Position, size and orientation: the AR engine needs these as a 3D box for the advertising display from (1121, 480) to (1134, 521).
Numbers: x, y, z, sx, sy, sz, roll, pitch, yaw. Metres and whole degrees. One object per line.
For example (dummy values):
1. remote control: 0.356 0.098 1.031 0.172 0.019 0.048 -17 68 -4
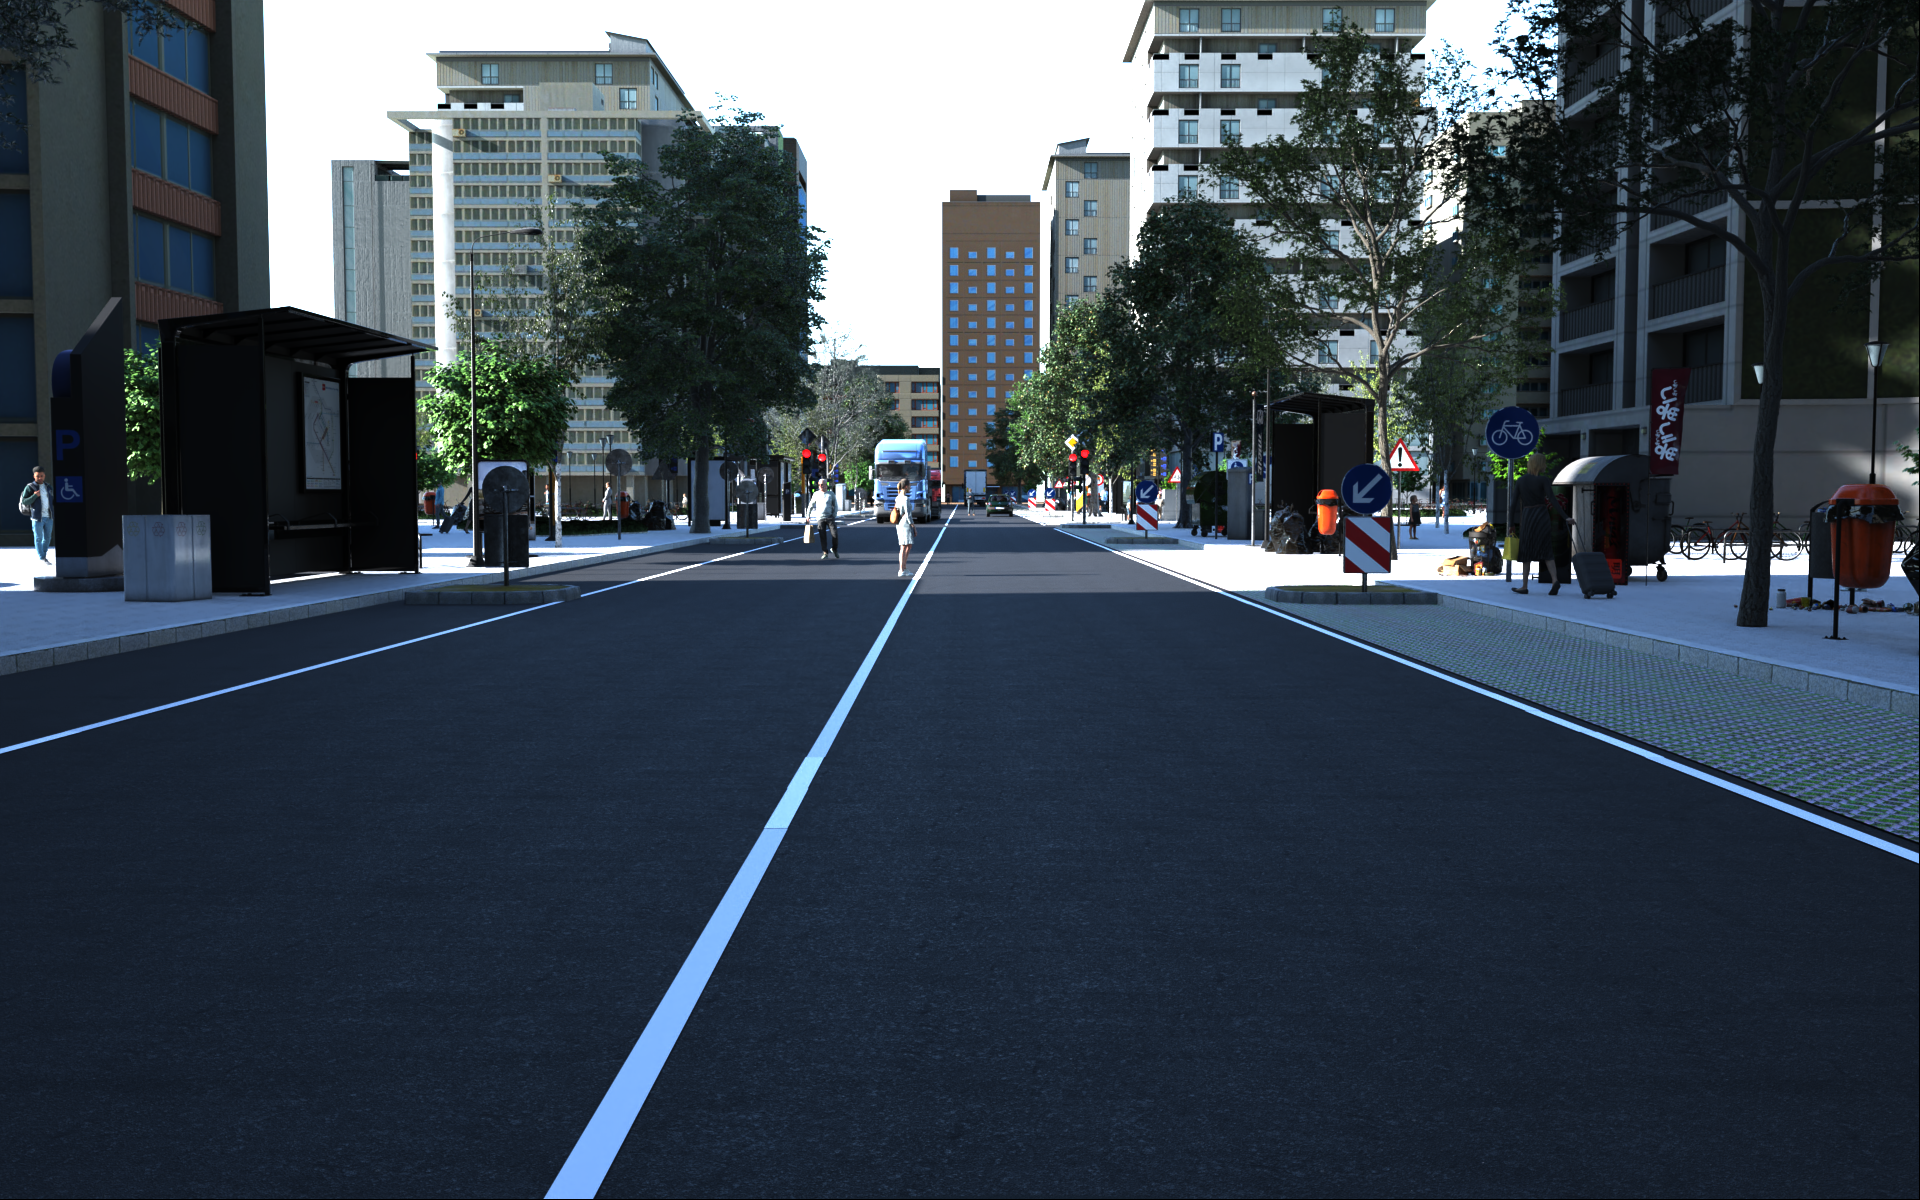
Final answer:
1. advertising display: 7.975 -4.732 82.581 0.123 1.923 0.974 3 4 37

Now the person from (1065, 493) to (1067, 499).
1. person: 11.699 -11.191 189.809 0.721 1.735 1.217 1 4 18

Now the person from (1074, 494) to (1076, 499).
1. person: 9.270 -7.944 140.179 0.306 1.304 0.590 1 4 11

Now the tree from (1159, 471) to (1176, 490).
1. tree: 16.539 -8.759 137.817 1.663 3.219 1.824 0 3 0

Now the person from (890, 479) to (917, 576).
1. person: -0.971 -1.270 30.267 0.522 1.701 0.512 -2 4 -28

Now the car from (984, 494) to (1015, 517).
1. car: 2.527 -6.157 110.459 2.009 1.686 4.222 0 4 1

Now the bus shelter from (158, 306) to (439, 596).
1. bus shelter: -9.211 -2.047 24.756 1.731 3.624 6.357 0 3 0

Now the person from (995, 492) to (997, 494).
1. person: 4.498 -12.581 214.922 1.217 1.743 0.721 2 4 29

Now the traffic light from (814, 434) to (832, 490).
1. traffic light: -6.410 -5.638 81.094 0.839 4.253 0.868 0 3 0

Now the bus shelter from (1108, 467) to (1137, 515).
1. bus shelter: 10.208 -7.303 110.686 1.731 3.624 6.357 0 3 0

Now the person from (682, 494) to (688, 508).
1. person: -18.523 -6.509 116.737 0.475 1.303 0.640 3 5 40

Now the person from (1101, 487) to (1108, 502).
1. person: 10.849 -7.587 130.355 0.793 1.790 0.793 -3 4 -36

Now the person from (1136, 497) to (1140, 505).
1. person: 13.825 -7.924 135.694 0.616 1.811 0.778 -2 4 -27

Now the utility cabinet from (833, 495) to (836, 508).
1. utility cabinet: -10.618 -8.009 142.103 0.306 1.237 1.020 -3 5 -45

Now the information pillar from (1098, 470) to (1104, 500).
1. information pillar: 10.710 -8.577 131.582 0.504 3.616 0.183 -1 4 -19

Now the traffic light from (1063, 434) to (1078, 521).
1. traffic light: 5.251 -5.637 81.086 0.839 4.253 0.868 0 3 0

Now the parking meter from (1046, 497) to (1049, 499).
1. parking meter: 7.915 -9.009 155.712 0.372 1.533 0.369 0 3 0

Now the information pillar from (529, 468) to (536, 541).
1. information pillar: -11.952 -2.655 47.908 0.304 2.012 0.304 -3 5 -42

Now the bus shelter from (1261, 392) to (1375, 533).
1. bus shelter: 8.760 -3.159 42.939 1.731 3.624 6.357 0 3 0

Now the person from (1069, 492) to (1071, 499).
1. person: 9.104 -8.288 141.412 0.638 1.841 0.748 -1 4 -19

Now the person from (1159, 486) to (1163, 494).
1. person: 14.264 -7.176 123.374 0.555 1.821 0.388 3 4 37

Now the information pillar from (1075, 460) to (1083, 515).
1. information pillar: 7.402 -7.079 107.099 0.504 3.616 0.183 3 5 40

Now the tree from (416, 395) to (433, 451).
1. tree: -38.687 -10.496 121.973 4.737 8.622 4.395 0 3 0

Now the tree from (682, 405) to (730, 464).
1. tree: -18.915 -10.979 129.874 4.737 8.622 4.395 0 3 0

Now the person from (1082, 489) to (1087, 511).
1. person: 9.271 -7.472 128.459 0.529 1.795 0.600 3 4 37

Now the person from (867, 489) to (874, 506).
1. person: -9.242 -10.652 180.299 0.705 1.812 1.348 2 4 30

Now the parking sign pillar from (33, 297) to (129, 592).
1. parking sign pillar: -11.637 -2.122 23.166 1.447 3.967 1.447 0 4 -3

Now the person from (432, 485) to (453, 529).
1. person: -19.111 -3.545 63.871 0.748 1.841 0.638 -1 4 -10

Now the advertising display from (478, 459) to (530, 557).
1. advertising display: -8.542 -1.662 32.396 0.974 1.923 0.123 0 4 -7

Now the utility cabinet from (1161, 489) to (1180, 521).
1. utility cabinet: 10.100 -4.481 81.938 1.173 1.500 0.318 -2 4 -24

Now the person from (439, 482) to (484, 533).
1. person: -16.150 -3.071 56.470 1.509 1.804 0.699 1 4 11

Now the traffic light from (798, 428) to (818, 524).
1. traffic light: -6.427 -5.149 73.109 0.839 4.253 0.868 0 3 0

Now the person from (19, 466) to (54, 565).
1. person: -16.548 -1.517 31.195 0.721 1.781 0.623 1 4 17

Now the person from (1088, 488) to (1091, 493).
1. person: 10.457 -8.190 140.132 0.728 1.800 0.709 -1 4 -22

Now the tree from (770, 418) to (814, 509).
1. tree: -14.529 -12.293 151.347 4.737 8.622 4.395 0 3 0

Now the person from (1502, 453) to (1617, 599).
1. person: 7.487 -0.949 21.773 0.699 1.804 1.509 -1 4 -19

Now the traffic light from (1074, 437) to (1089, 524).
1. traffic light: 5.235 -5.149 73.100 0.839 4.253 0.868 0 3 0

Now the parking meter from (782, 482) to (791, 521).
1. parking meter: -8.162 -4.631 81.422 0.399 1.863 0.255 -1 4 -22

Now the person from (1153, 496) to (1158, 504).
1. person: 12.738 -6.415 112.735 0.589 1.601 0.330 0 4 -2

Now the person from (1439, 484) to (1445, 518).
1. person: 25.154 -5.137 90.120 0.616 1.811 0.778 0 4 0

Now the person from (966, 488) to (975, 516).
1. person: 0.751 -6.523 115.323 0.661 1.801 0.590 -2 4 -25

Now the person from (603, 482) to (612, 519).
1. person: -15.165 -4.146 74.096 0.573 1.790 0.520 -1 4 -11

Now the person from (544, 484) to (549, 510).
1. person: -21.690 -5.218 91.335 0.713 1.824 0.794 -1 4 -17

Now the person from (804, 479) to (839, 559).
1. person: -3.083 -1.805 38.494 0.782 1.767 0.515 0 4 -1

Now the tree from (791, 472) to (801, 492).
1. tree: -12.791 -8.206 128.768 1.663 3.219 1.824 0 3 0

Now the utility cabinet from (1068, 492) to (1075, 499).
1. utility cabinet: 9.569 -8.561 148.648 0.318 1.500 1.173 -1 4 -12

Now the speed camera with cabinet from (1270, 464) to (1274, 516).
1. speed camera with cabinet: 10.280 -3.593 53.085 0.660 3.252 2.038 -2 4 -29

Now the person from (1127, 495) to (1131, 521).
1. person: 8.001 -4.326 81.462 0.332 1.250 0.352 -3 5 -43

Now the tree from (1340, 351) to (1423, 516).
1. tree: 21.456 -8.473 88.899 4.737 8.622 4.395 0 3 0

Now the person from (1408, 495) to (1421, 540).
1. person: 12.846 -2.334 48.872 0.362 1.253 0.373 -2 4 -24

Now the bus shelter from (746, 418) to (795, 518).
1. bus shelter: -10.441 -7.109 93.866 2.179 5.291 8.768 0 4 0

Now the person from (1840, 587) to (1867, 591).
1. person: 11.810 -0.740 22.825 0.332 1.250 0.352 0 4 -4

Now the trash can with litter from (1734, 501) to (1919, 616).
1. trash can with litter: 9.820 -0.480 18.900 1.678 1.210 2.233 -2 4 -30

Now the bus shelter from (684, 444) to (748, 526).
1. bus shelter: -10.076 -4.741 71.441 2.014 3.302 5.546 0 3 0

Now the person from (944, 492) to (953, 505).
1. person: -1.524 -13.509 230.085 1.217 1.736 0.721 2 4 25

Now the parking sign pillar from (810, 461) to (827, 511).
1. parking sign pillar: -10.892 -8.854 133.240 1.447 3.967 1.447 -1 4 -13

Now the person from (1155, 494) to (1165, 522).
1. person: 9.306 -4.300 80.622 0.475 1.303 0.640 1 4 11

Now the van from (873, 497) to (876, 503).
1. van: -6.224 -8.370 143.864 2.013 2.044 4.112 0 4 0
